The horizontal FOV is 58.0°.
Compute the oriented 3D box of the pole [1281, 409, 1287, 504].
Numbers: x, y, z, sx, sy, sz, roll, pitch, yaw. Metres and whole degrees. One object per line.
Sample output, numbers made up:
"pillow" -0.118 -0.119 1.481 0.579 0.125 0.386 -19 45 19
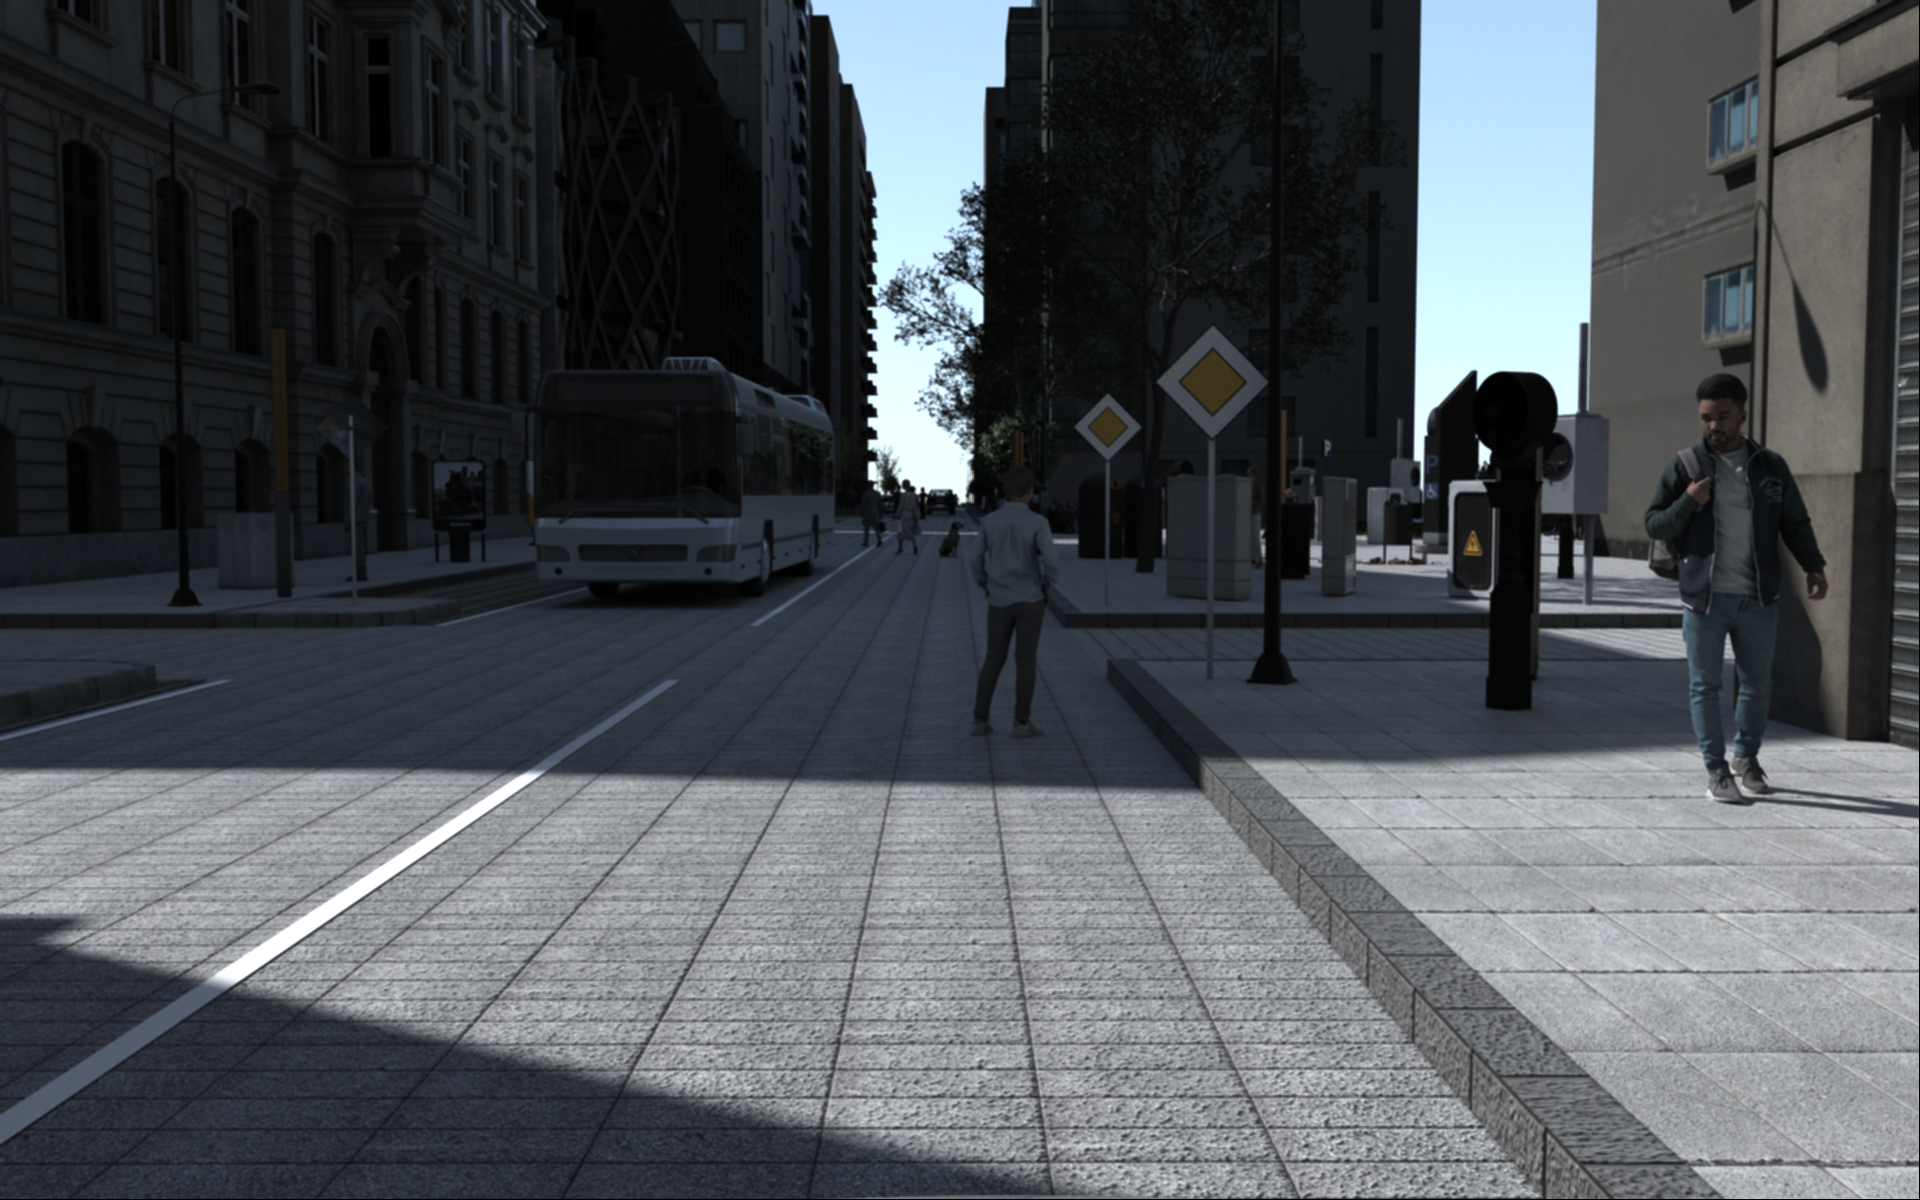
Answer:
"pole" 7.768 -2.937 41.855 0.158 3.312 0.155 0 3 0

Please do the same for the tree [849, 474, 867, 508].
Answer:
"tree" -9.889 -10.406 164.739 1.663 3.219 1.824 0 3 0

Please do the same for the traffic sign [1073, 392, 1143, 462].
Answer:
"traffic sign" 1.715 -1.083 19.899 0.795 2.593 0.064 0 4 0

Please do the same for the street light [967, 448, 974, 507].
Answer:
"street light" 1.274 -7.460 94.507 1.470 5.913 1.316 0 4 0

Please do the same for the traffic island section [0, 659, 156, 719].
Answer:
"traffic island section" -6.968 0.631 11.963 2.009 0.180 2.903 0 4 0

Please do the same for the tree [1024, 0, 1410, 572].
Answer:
"tree" 3.313 -5.718 27.896 7.601 10.594 8.767 2 4 32

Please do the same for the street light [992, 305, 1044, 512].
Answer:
"street light" 1.477 -4.280 42.517 1.470 5.913 1.316 0 4 0

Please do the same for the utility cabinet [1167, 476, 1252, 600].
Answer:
"utility cabinet" 3.054 -0.767 21.211 0.318 1.500 1.173 -3 4 -36

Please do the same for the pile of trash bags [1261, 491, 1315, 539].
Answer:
"pile of trash bags" 9.534 -2.437 49.601 1.912 1.369 3.447 1 4 15

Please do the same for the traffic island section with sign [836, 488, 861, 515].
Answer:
"traffic island section with sign" -7.448 -6.745 118.903 1.989 1.847 2.006 0 4 0

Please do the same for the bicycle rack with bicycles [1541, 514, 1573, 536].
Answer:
"bicycle rack with bicycles" 18.159 -2.490 54.092 2.925 0.926 2.852 0 4 -4

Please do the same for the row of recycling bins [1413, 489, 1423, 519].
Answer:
"row of recycling bins" 24.070 -5.064 89.904 3.534 1.692 1.069 2 4 31

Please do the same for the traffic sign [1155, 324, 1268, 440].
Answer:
"traffic sign" 1.750 -0.595 11.914 0.795 2.593 0.064 0 4 0

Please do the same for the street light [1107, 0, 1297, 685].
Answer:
"street light" 1.588 -2.392 11.652 1.470 5.913 1.316 0 4 0

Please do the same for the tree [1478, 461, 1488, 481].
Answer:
"tree" 27.590 -5.921 91.411 1.663 3.219 1.824 0 3 0

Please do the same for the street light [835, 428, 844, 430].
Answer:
"street light" -8.932 -9.175 122.551 1.470 5.913 1.316 0 4 0

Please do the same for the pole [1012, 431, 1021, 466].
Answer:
"pole" 1.772 -3.794 55.880 0.158 3.312 0.155 0 3 0

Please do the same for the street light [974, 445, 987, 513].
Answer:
"street light" 1.384 -5.878 68.646 1.470 5.913 1.316 0 4 0

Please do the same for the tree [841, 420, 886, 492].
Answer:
"tree" -10.729 -13.541 171.765 4.737 8.622 4.395 0 3 0

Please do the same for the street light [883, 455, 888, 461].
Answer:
"street light" -9.272 -14.260 205.684 1.470 5.913 1.316 0 4 0

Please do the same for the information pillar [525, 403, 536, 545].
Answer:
"information pillar" -10.667 -3.178 43.308 0.183 3.616 0.504 2 4 24

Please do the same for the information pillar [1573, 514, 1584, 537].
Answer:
"information pillar" 18.228 -2.843 50.982 0.304 2.012 0.304 1 4 22

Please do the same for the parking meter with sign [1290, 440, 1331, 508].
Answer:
"parking meter with sign" 11.121 -3.669 56.248 1.738 3.016 0.543 3 4 37

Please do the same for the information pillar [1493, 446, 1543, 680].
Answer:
"information pillar" 3.882 -0.462 12.051 0.304 2.012 0.304 1 4 20

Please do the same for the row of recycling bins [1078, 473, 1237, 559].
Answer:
"row of recycling bins" 4.117 -1.708 35.042 3.534 1.692 1.069 -1 4 -13

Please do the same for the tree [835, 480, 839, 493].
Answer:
"tree" -9.569 -8.091 126.890 1.663 3.219 1.824 0 3 0

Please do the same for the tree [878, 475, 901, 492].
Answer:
"tree" -10.223 -16.557 254.417 4.285 4.588 4.351 0 3 0

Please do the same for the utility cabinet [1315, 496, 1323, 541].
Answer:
"utility cabinet" 10.240 -2.215 47.379 1.020 1.237 0.306 0 4 -6

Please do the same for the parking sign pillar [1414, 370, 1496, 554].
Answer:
"parking sign pillar" 10.595 -2.996 37.457 1.447 3.967 1.447 -3 5 -39

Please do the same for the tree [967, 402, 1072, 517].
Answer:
"tree" 2.247 -4.706 60.649 4.285 4.588 4.351 0 3 0

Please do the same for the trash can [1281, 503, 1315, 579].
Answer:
"trash can" 4.998 -0.892 26.245 0.748 1.137 0.748 0 3 0

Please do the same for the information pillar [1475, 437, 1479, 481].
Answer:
"information pillar" 20.673 -4.801 69.846 0.504 3.616 0.183 1 4 15

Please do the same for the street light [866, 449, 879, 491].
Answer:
"street light" -9.107 -12.652 179.398 1.470 5.913 1.316 0 4 0

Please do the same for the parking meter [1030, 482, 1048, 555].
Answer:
"parking meter" 1.667 -1.716 36.467 0.372 1.533 0.369 0 3 0

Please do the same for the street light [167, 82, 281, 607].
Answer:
"street light" -8.360 -2.884 19.698 1.470 5.913 1.316 0 4 0

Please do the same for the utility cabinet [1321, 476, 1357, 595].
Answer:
"utility cabinet" 4.871 -0.825 22.166 0.318 1.500 1.173 1 4 19

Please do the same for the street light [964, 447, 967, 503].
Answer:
"street light" 1.163 -8.998 119.661 1.470 5.913 1.316 0 4 0

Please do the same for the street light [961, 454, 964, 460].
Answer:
"street light" 0.992 -10.591 145.709 1.470 5.913 1.316 0 4 0

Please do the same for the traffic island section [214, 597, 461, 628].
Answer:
"traffic island section" -7.003 0.143 19.948 2.009 0.180 2.903 0 4 0

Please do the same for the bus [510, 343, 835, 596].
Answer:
"bus" -3.886 -1.969 27.058 2.948 3.499 13.247 0 4 2

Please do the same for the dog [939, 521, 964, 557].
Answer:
"dog" -0.231 -1.386 39.499 0.513 0.831 0.800 -1 4 -11

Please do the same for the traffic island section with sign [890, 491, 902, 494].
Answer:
"traffic island section with sign" -7.937 -13.507 229.466 1.989 1.847 2.006 0 4 0

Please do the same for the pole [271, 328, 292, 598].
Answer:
"pole" -8.410 -1.689 21.464 0.158 3.312 0.155 0 3 0

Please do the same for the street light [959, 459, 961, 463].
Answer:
"street light" 0.931 -12.173 171.569 1.470 5.913 1.316 0 4 0

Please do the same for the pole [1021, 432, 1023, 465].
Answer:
"pole" 1.974 -3.849 56.770 0.158 3.312 0.155 0 3 0

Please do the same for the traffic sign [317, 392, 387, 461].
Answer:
"traffic sign" -6.980 -1.082 19.881 0.795 2.593 0.064 0 4 0

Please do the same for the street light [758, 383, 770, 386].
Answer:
"street light" -8.659 -6.129 72.747 1.470 5.913 1.316 0 4 0

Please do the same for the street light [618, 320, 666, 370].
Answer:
"street light" -8.563 -4.518 46.405 1.470 5.913 1.316 0 4 0

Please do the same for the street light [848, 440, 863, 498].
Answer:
"street light" -9.006 -10.757 148.412 1.470 5.913 1.316 0 4 0

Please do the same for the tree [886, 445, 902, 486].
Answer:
"tree" -10.599 -18.249 248.730 4.737 8.622 4.395 0 3 0

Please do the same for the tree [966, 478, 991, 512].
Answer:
"tree" 1.593 -7.942 124.459 1.663 3.219 1.824 0 3 0

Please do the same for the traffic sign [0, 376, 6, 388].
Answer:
"traffic sign" -6.944 -0.594 11.896 0.795 2.593 0.064 0 4 0
